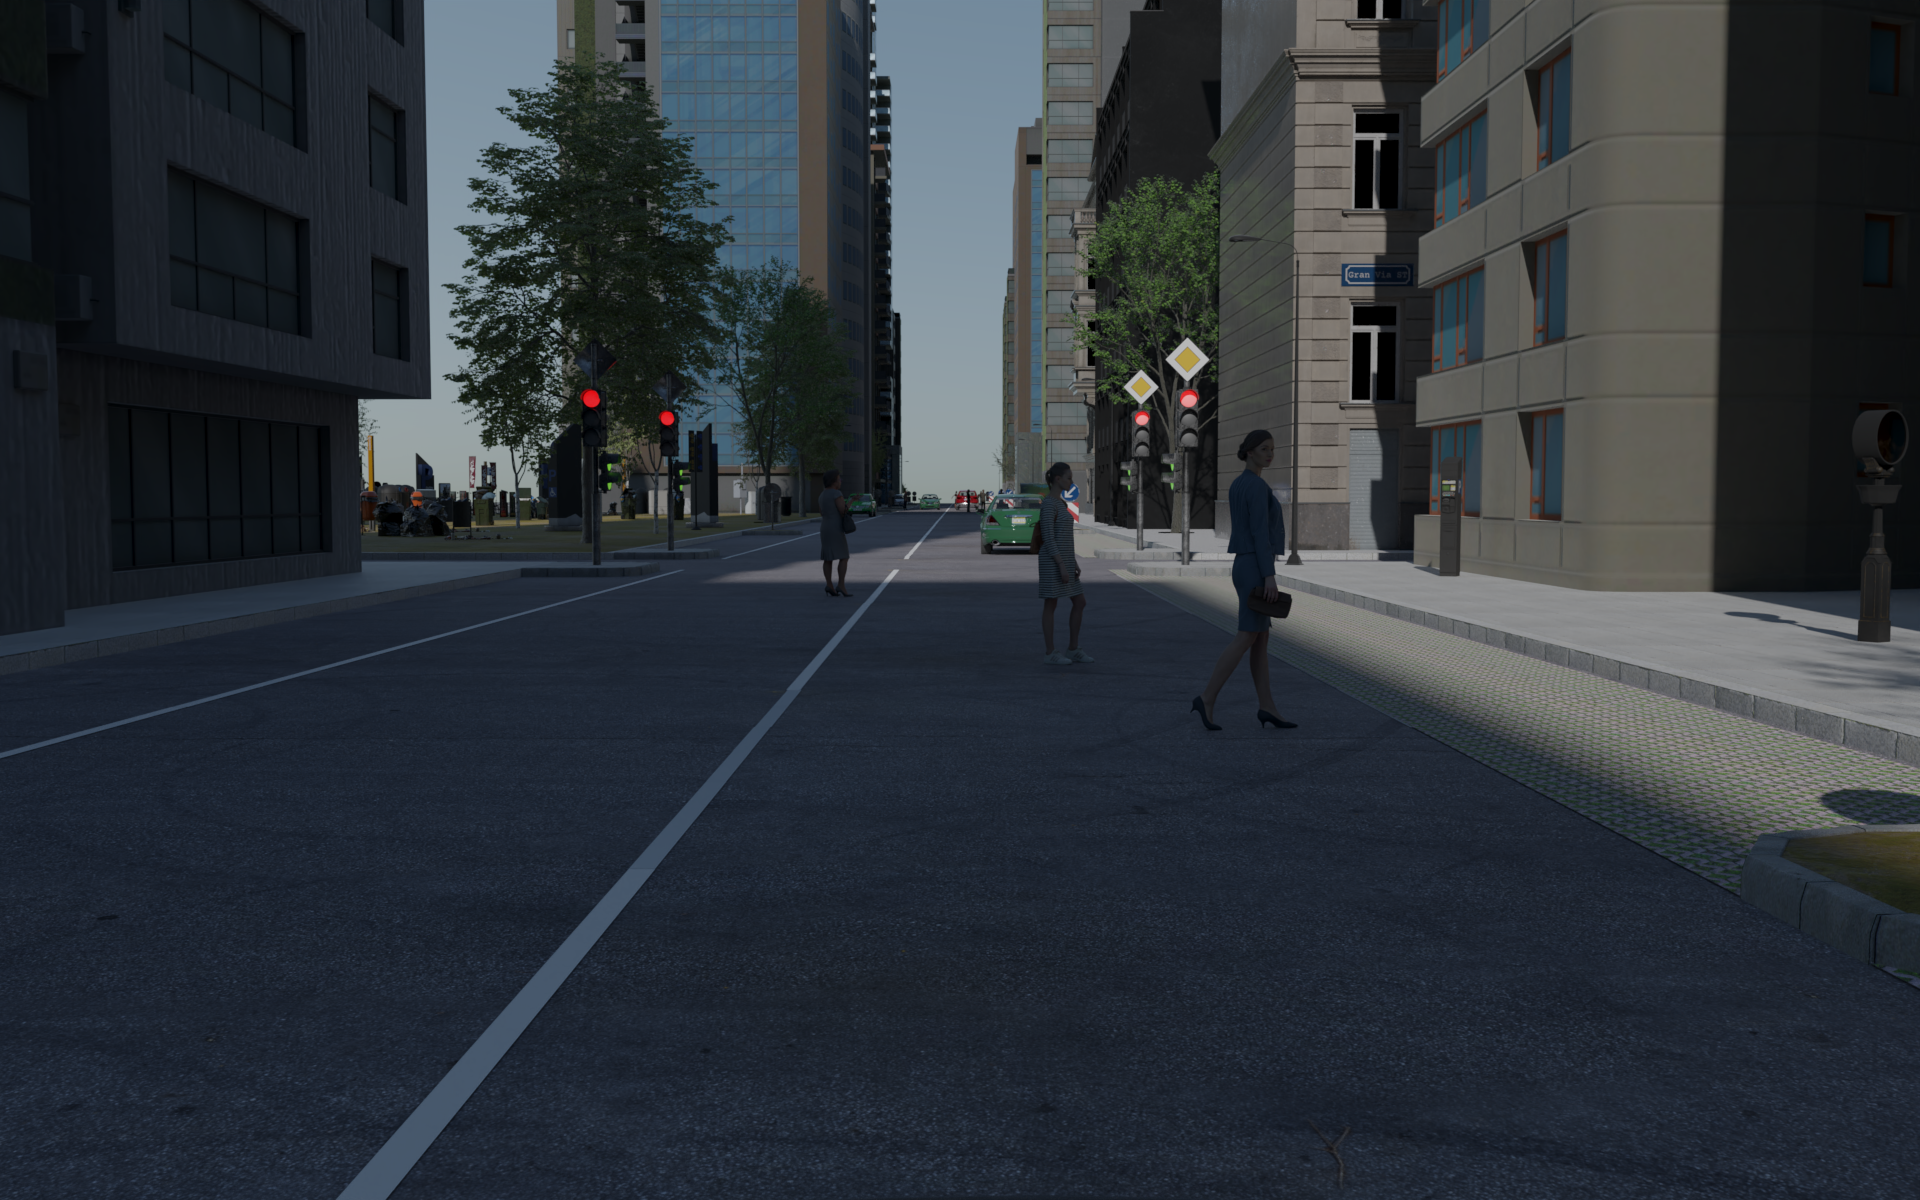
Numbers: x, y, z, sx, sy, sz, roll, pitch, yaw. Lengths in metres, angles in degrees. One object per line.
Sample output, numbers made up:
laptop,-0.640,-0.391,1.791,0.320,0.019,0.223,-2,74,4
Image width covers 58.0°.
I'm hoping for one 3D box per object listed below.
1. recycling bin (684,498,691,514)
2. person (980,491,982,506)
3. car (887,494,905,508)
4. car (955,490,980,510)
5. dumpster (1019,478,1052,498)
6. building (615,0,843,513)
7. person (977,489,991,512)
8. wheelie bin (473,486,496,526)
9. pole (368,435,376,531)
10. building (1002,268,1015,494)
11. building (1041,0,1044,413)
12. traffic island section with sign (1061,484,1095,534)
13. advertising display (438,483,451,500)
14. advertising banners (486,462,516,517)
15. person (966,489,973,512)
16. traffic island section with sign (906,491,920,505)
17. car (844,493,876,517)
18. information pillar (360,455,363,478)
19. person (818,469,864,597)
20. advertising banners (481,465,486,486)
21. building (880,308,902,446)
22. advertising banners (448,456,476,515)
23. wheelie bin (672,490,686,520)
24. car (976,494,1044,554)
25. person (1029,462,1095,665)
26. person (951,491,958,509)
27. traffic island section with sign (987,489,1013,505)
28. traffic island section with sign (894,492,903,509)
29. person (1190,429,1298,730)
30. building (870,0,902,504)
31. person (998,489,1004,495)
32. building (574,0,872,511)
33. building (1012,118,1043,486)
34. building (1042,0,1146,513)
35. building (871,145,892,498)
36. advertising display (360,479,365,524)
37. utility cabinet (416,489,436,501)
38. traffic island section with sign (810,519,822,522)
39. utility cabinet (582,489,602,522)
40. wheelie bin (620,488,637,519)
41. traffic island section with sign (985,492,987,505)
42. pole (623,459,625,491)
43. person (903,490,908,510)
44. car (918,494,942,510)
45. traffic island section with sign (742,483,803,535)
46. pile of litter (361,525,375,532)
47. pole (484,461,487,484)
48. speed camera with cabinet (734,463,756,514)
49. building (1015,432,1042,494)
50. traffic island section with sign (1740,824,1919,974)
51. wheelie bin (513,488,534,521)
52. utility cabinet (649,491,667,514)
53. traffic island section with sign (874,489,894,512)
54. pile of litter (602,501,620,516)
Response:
recycling bin,-17.670,-6.021,110.990,0.722,1.027,0.722,-1,4,-17
person,2.618,-12.518,213.188,0.705,1.822,1.348,-2,4,-32
car,-6.301,-9.880,173.542,2.014,1.417,4.499,0,3,0
car,0.654,-8.811,152.725,2.281,1.827,5.304,0,4,0
dumpster,3.962,-4.999,86.680,1.985,2.255,1.502,0,4,0
building,-15.765,-28.889,122.453,14.600,45.320,14.200,0,3,0
person,1.906,-8.068,140.544,1.348,1.807,0.705,2,4,28
wheelie bin,-19.227,-3.799,70.028,0.980,1.594,0.693,0,4,7
pole,-20.484,-4.064,60.288,0.158,3.312,0.155,0,3,0
building,12.917,-27.525,221.736,14.160,30.474,14.107,0,3,0
building,20.823,-33.953,144.370,28.713,52.752,27.495,0,3,0
traffic island section with sign,3.794,-3.274,62.155,1.989,1.847,2.006,0,3,0
advertising display,-29.800,-5.808,100.175,0.123,1.923,0.974,1,4,21
advertising banners,-25.159,-6.065,95.349,0.090,3.025,2.074,2,4,28
person,0.706,-7.776,135.644,0.705,1.822,1.348,1,4,16
traffic island section with sign,-6.482,-12.992,221.048,1.989,1.847,2.006,0,3,0
car,-6.244,-6.104,108.599,1.959,1.807,4.718,0,4,1
information pillar,-35.970,-6.869,103.665,0.183,3.616,0.504,3,4,37
person,-1.644,-0.941,24.241,0.532,1.782,0.716,-3,4,-39
advertising banners,-29.066,-6.583,103.813,0.090,3.025,2.074,2,4,32
building,-16.219,-30.182,265.179,14.160,30.474,14.107,0,3,0
advertising banners,-22.998,-5.130,80.062,2.074,3.025,0.090,3,4,38
wheelie bin,-13.967,-4.746,85.497,0.693,1.594,0.980,-3,4,-37
car,1.447,-1.881,42.558,2.131,1.459,4.920,0,4,2
person,0.830,-0.312,14.598,0.522,1.701,0.512,1,4,20
person,-0.302,-9.709,168.026,1.217,1.735,0.721,2,4,25
traffic island section with sign,3.854,-9.645,166.322,1.989,1.847,2.006,0,3,0
traffic island section with sign,-6.516,-9.646,166.338,1.989,1.847,2.006,0,3,0
person,1.740,-0.124,10.546,0.654,1.822,0.581,1,4,9
building,-19.087,-56.776,240.958,22.319,86.520,31.000,0,3,0
person,2.863,-6.854,120.699,1.348,1.807,0.705,-2,4,-25
building,-18.602,-36.772,143.219,21.231,58.520,28.212,0,3,0
building,13.613,-34.052,206.868,14.600,45.320,14.200,0,3,0
building,12.880,-26.927,123.857,14.154,41.232,14.086,0,3,0
building,-19.807,-34.112,212.355,22.147,44.769,28.867,0,3,0
advertising display,-25.464,-4.190,73.723,0.123,1.923,0.974,-1,4,-9
utility cabinet,-25.563,-4.544,82.970,0.318,1.500,1.173,1,4,20
traffic island section with sign,-6.560,-4.871,88.275,1.989,1.847,2.006,0,3,0
utility cabinet,-16.556,-4.190,77.188,1.173,1.500,0.318,0,4,-7
wheelie bin,-16.770,-4.887,87.804,0.693,1.594,0.980,2,4,25
traffic island section with sign,3.897,-13.045,221.913,1.989,1.847,2.006,0,3,0
pole,-19.631,-6.568,101.234,0.158,3.312,0.155,0,3,0
person,-4.785,-8.959,155.508,0.750,1.759,0.617,3,5,44
car,-2.711,-8.837,156.280,2.131,1.459,4.920,0,4,-1
traffic island section with sign,-6.578,-3.201,60.966,1.989,1.847,2.006,0,3,0
pile of litter,-20.544,-2.722,58.467,1.719,0.858,1.176,2,4,34
pole,-29.468,-6.958,107.611,0.158,3.312,0.155,0,3,0
speed camera with cabinet,-13.659,-7.145,111.163,0.660,3.252,2.038,2,4,34
building,17.220,-52.632,173.206,22.319,86.520,31.000,0,3,0
traffic island section with sign,3.759,0.182,5.657,1.989,1.847,2.006,0,3,0
wheelie bin,-21.140,-4.651,83.956,0.980,1.594,0.693,-1,4,-13
utility cabinet,-19.092,-6.165,109.477,1.173,1.500,0.318,-3,5,-43
traffic island section with sign,-6.536,-7.977,139.051,1.989,1.847,2.006,0,3,0
pile of litter,-20.974,-5.491,103.742,1.176,0.858,1.719,-2,4,-26
